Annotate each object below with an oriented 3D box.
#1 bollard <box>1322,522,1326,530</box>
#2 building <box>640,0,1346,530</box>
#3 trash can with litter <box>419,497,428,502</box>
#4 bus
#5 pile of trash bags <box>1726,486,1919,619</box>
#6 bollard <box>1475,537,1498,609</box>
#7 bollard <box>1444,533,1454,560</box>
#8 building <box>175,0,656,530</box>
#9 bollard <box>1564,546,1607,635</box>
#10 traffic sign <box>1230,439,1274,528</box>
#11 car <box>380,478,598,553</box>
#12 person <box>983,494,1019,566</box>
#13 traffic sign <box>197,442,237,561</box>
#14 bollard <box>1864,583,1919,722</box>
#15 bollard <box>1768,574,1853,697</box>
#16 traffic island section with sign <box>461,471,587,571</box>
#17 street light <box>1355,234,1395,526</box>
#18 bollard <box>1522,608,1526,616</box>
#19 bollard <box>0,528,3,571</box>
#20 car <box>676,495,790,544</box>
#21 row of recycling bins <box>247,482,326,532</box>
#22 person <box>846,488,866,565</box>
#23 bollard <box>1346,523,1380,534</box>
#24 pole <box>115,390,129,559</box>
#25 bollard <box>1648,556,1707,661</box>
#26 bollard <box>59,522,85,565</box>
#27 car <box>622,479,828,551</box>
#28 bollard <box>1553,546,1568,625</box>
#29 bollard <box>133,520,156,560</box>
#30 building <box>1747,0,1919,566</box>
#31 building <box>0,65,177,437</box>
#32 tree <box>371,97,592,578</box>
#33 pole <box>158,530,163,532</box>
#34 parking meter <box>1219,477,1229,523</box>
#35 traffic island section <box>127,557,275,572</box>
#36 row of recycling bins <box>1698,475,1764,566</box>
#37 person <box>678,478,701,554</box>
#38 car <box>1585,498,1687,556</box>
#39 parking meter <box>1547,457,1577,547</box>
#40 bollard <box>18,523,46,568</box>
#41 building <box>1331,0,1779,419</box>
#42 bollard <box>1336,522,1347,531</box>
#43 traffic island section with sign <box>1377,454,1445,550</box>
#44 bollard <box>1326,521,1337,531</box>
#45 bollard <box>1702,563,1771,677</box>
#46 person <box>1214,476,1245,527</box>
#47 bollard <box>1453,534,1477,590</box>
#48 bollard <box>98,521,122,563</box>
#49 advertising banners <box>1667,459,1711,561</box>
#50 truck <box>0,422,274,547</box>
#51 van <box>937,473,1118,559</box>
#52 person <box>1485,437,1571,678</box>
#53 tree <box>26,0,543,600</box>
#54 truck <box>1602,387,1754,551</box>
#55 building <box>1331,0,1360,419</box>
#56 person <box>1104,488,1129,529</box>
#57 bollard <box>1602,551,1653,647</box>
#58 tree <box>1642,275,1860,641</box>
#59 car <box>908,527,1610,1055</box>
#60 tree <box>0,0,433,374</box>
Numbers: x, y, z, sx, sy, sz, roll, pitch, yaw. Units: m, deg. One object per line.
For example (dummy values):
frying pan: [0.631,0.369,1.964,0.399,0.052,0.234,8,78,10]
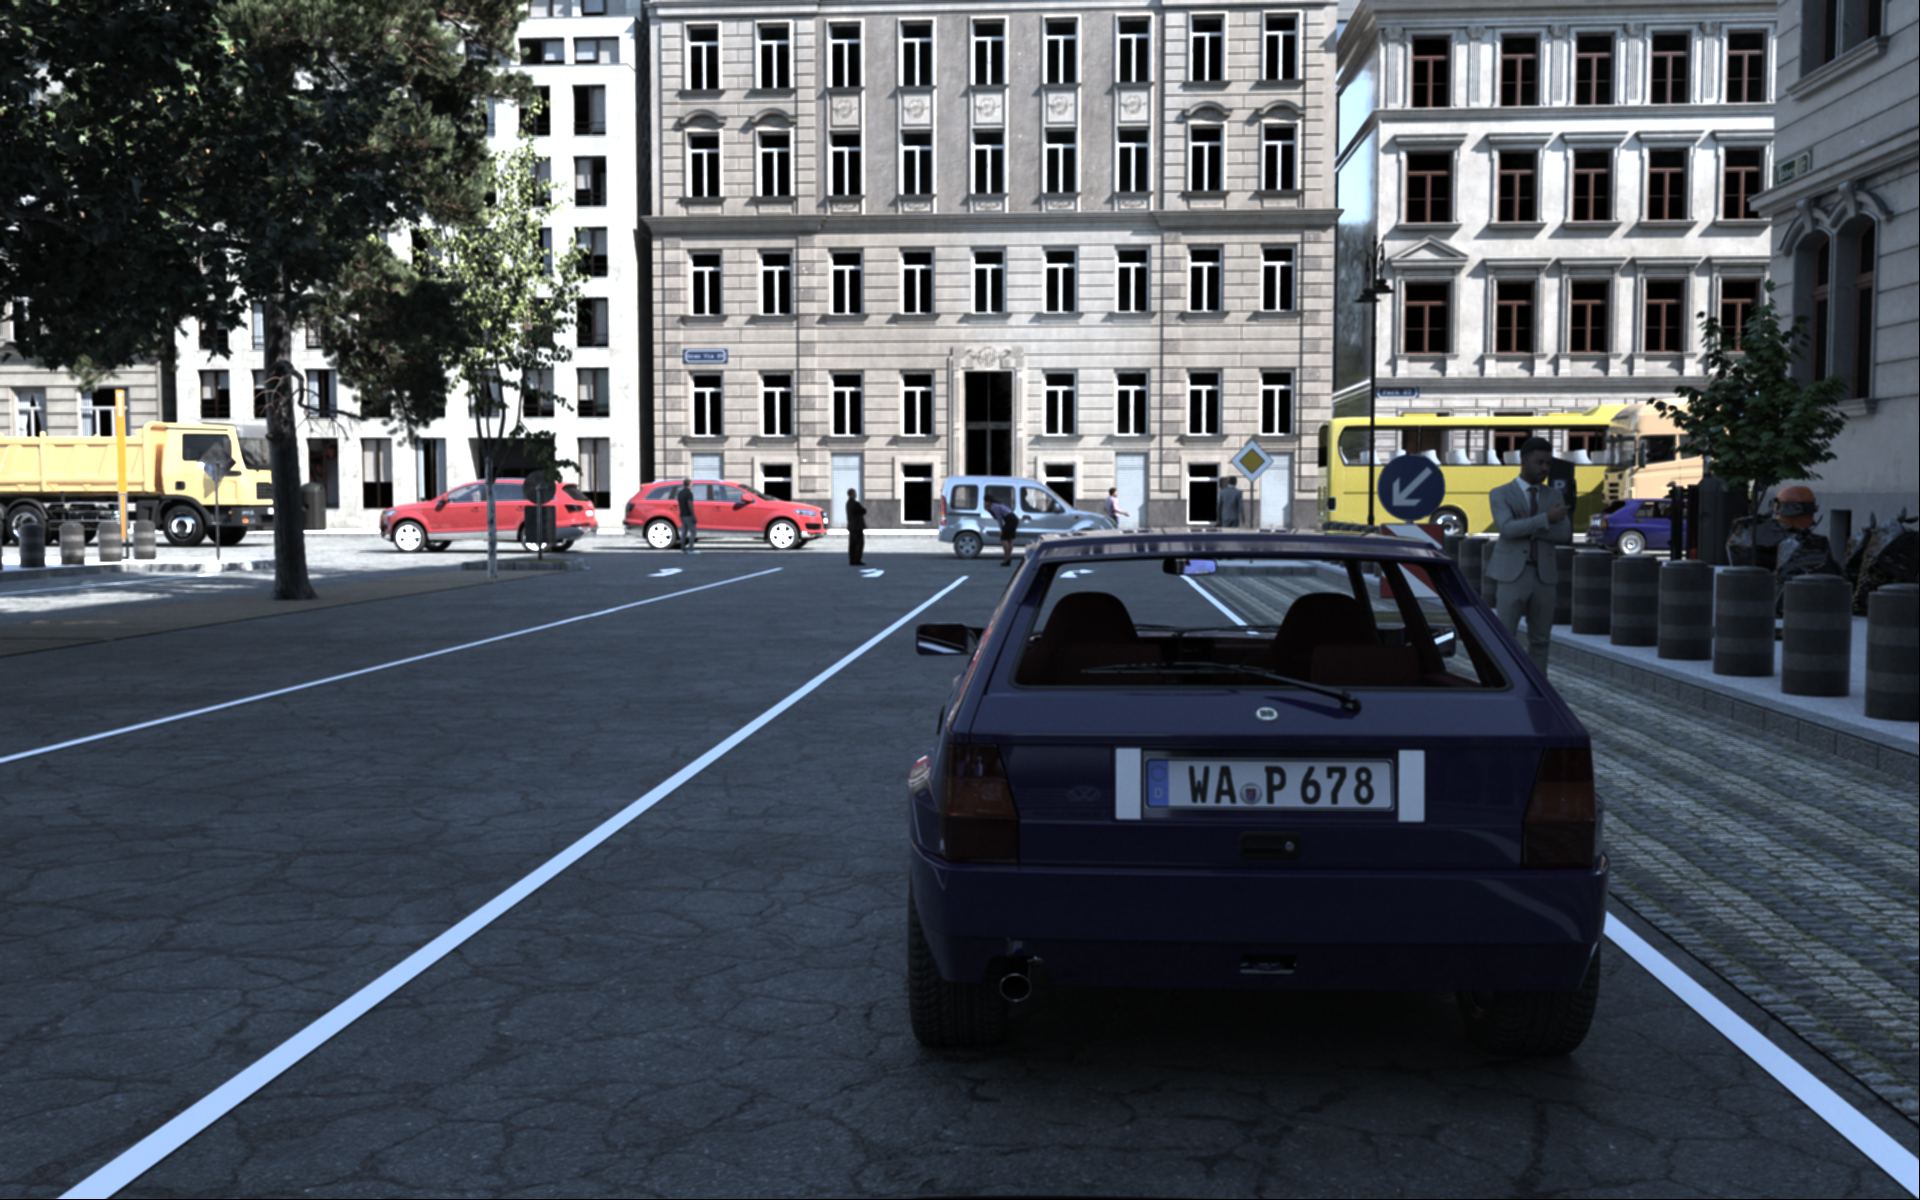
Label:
bollard: [7.041,-1.104,32.763,0.404,0.777,0.398,0,3,0]
building: [1.402,-16.470,66.547,25.104,27.353,12.463,0,4,4]
trash can with litter: [-18.662,-3.050,61.262,1.055,1.170,0.624,-3,5,-40]
bus: [16.368,-3.488,48.570,12.252,3.916,2.896,0,4,5]
pile of trash bags: [9.503,-0.576,19.175,1.912,1.369,3.447,1,4,14]
bollard: [6.098,-0.295,19.544,0.404,0.777,0.398,0,3,0]
bollard: [6.267,-0.443,21.957,0.404,0.777,0.398,0,3,0]
building: [-19.732,-12.995,67.216,16.860,20.320,10.420,0,4,4]
bollard: [5.844,-0.074,15.931,0.404,0.777,0.398,0,3,0]
traffic sign: [5.377,-1.732,31.952,0.795,2.450,0.064,0,4,4]
car: [-11.644,-2.085,42.766,5.304,1.827,2.281,0,4,3]
person: [0.813,-1.386,34.391,0.697,1.427,0.421,0,4,5]
traffic sign: [-14.315,-1.818,33.374,0.795,2.450,0.064,0,4,4]
bollard: [5.412,0.294,9.916,0.404,0.777,0.398,0,3,0]
bollard: [5.498,0.220,11.115,0.404,0.777,0.398,0,3,0]
traffic island section with sign: [-8.256,-1.535,33.239,2.006,1.907,1.989,0,4,4]
street light: [7.413,-3.567,31.109,0.468,5.910,1.993,0,4,4]
bollard: [6.014,-0.222,18.345,0.404,0.777,0.398,0,3,0]
bollard: [-16.242,-0.871,28.956,0.404,0.777,0.398,0,3,0]
car: [-6.708,-2.402,51.070,4.920,1.459,2.131,0,4,5]
row of recycling bins: [-23.667,-3.232,59.951,1.069,1.692,3.534,3,4,36]
person: [-2.098,-1.479,34.946,0.388,1.546,0.482,-2,4,-24]
bollard: [6.784,-0.884,29.166,0.404,0.777,0.398,0,3,0]
pole: [-16.453,-2.457,34.010,0.158,3.312,0.155,0,3,0]
bollard: [5.667,0.073,13.519,0.404,0.777,0.398,0,3,0]
bollard: [-16.073,-1.018,31.359,0.404,0.777,0.398,0,3,0]
car: [-6.077,-2.221,44.991,5.304,1.827,2.281,0,4,4]
bollard: [5.926,-0.149,17.147,0.404,0.777,0.398,0,3,0]
bollard: [-15.900,-1.165,33.765,0.404,0.777,0.398,0,3,0]
building: [17.547,-13.870,14.173,14.401,28.519,23.554,0,4,4]
building: [-42.950,-14.561,71.352,30.059,22.955,16.112,0,4,4]
tree: [-7.941,-4.660,29.017,4.737,8.622,4.395,0,3,0]
pole: [-27.229,-3.981,58.927,0.158,3.312,0.155,0,3,0]
parking meter: [9.086,-3.302,59.696,0.255,1.863,0.399,0,4,-5]
traffic island section: [-14.340,-0.682,33.437,2.009,0.180,2.903,0,4,4]
row of recycling bins: [15.052,-1.462,31.017,3.534,1.692,1.069,1,4,12]
person: [-6.511,-2.017,41.600,0.434,1.807,0.598,-2,4,-31]
car: [16.681,-1.689,40.201,3.894,1.354,1.945,0,4,5]
parking meter: [9.256,-1.281,26.660,0.399,1.863,0.255,2,4,30]
bollard: [-16.156,-0.944,30.155,0.404,0.777,0.398,0,3,0]
building: [24.602,-13.956,64.343,21.152,22.565,11.583,0,4,4]
bollard: [6.866,-0.957,30.365,0.404,0.777,0.398,0,3,0]
traffic island section with sign: [4.403,-0.566,17.885,1.989,1.847,2.006,0,4,4]
bollard: [6.956,-1.030,31.563,0.404,0.777,0.398,0,3,0]
bollard: [5.582,0.147,12.321,0.404,0.777,0.398,0,3,0]
person: [5.723,-1.718,36.707,0.709,1.813,0.853,2,4,24]
bollard: [6.184,-0.369,20.746,0.404,0.777,0.398,0,3,0]
bollard: [-15.984,-1.092,32.566,0.404,0.777,0.398,0,3,0]
advertising banners: [12.196,-1.995,28.813,0.090,3.025,2.074,3,5,41]
truck: [-22.901,-3.180,47.923,9.791,3.379,3.469,0,4,6]
van: [1.543,-1.946,38.822,4.112,2.044,2.013,0,4,2]
person: [3.690,-0.153,11.177,0.511,1.800,0.466,-1,4,-21]
tree: [-9.154,-6.033,23.149,6.751,12.117,7.091,0,3,0]
truck: [21.809,-3.388,44.300,11.283,4.237,2.839,0,4,6]
building: [30.126,-36.710,142.208,21.231,58.520,28.212,0,4,4]
person: [3.774,-1.963,42.553,0.435,1.587,0.963,-2,4,-30]
bollard: [5.753,-0.001,14.732,0.404,0.777,0.398,0,3,0]
tree: [7.162,-1.273,15.415,1.663,3.219,1.824,0,3,0]
car: [0.789,0.415,5.802,1.945,1.354,3.894,0,4,3]
tree: [-9.906,-5.804,14.368,9.611,12.733,9.660,0,3,0]
